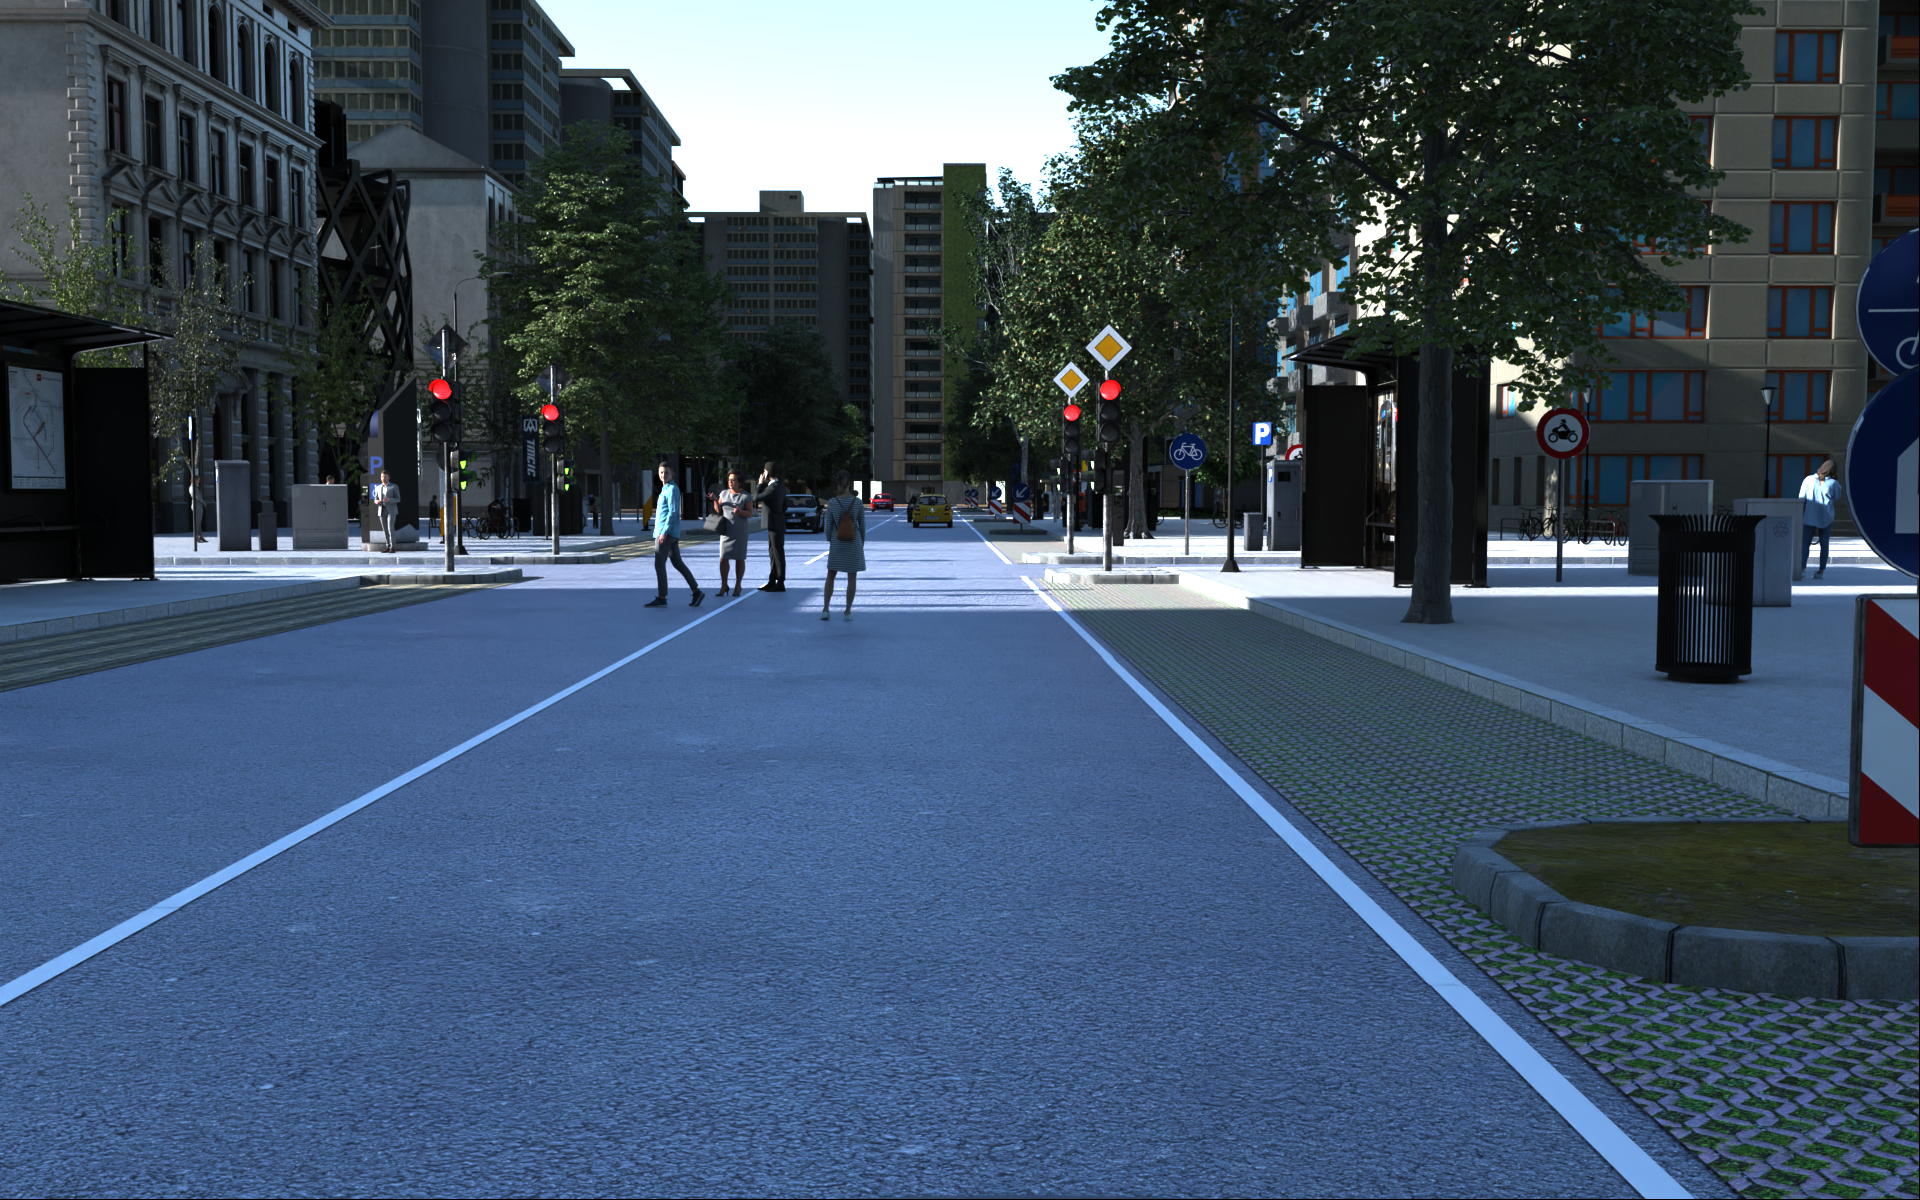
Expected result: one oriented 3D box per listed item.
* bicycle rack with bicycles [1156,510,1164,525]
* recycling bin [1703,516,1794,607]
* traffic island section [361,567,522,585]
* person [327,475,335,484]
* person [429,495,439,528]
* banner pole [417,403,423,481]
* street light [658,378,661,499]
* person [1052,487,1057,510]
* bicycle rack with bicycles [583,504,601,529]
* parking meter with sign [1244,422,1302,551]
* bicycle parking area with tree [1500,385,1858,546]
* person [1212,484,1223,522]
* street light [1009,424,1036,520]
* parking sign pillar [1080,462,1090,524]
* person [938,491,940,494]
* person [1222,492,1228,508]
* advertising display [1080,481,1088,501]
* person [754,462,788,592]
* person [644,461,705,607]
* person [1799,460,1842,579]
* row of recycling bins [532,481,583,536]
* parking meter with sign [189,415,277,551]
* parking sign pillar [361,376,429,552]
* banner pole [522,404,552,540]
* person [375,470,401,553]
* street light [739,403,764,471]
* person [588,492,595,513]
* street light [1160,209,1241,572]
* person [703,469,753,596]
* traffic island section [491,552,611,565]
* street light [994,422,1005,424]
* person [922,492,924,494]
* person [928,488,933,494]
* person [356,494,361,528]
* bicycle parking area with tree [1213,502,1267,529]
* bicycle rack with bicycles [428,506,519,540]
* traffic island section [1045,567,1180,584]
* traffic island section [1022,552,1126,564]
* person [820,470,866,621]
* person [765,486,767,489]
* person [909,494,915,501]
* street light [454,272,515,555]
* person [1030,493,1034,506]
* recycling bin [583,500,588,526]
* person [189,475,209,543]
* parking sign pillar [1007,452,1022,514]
[{"bbox_3d":[6.629,-3.494,70.508,2.925,0.926,2.852,1,4,19],"label":"bicycle rack with bicycles"},{"bbox_3d":[9.096,-0.456,20.002,0.722,1.027,0.722,0,4,-3],"label":"recycling bin"},{"bbox_3d":[-8.468,-0.392,28.685,2.009,0.180,2.903,0,4,-1],"label":"traffic island section"},{"bbox_3d":[-18.644,-2.758,51.100,0.822,1.834,0.622,-1,4,-19],"label":"person"},{"bbox_3d":[-19.757,-3.324,65.062,0.362,1.253,0.373,1,4,16],"label":"person"},{"bbox_3d":[-13.287,-3.185,42.091,0.863,3.779,0.401,3,5,39],"label":"banner pole"},{"bbox_3d":[-10.319,-5.500,62.467,1.470,5.913,1.316,0,4,-1],"label":"street light"},{"bbox_3d":[7.545,-7.999,136.765,1.348,1.831,0.705,-3,5,-42],"label":"person"},{"bbox_3d":[-14.018,-3.063,63.463,2.852,0.926,2.925,-2,4,-25],"label":"bicycle rack with bicycles"},{"bbox_3d":[7.299,-2.614,39.005,1.738,3.016,0.543,0,4,-5],"label":"parking meter with sign"},{"bbox_3d":[19.139,-3.626,46.294,8.231,4.147,9.016,0,4,5],"label":"bicycle parking area with tree"},{"bbox_3d":[11.766,-4.433,78.700,0.537,1.800,0.526,2,4,32],"label":"person"},{"bbox_3d":[3.141,-6.897,85.302,1.470,5.913,1.316,0,4,-1],"label":"street light"},{"bbox_3d":[5.722,-5.233,74.036,1.447,3.967,1.447,0,4,1],"label":"parking sign pillar"},{"bbox_3d":[-2.036,-9.994,172.636,1.217,1.736,0.721,2,4,29],"label":"person"},{"bbox_3d":[17.574,-6.624,115.267,0.541,1.710,0.530,1,4,19],"label":"person"},{"bbox_3d":[6.357,-4.912,85.525,0.974,1.923,0.123,-2,4,-24],"label":"advertising display"},{"bbox_3d":[-2.787,-1.076,25.450,0.474,1.900,0.648,0,4,0],"label":"person"},{"bbox_3d":[-3.627,-0.830,21.925,0.748,1.841,0.638,0,4,0],"label":"person"},{"bbox_3d":[12.913,-1.211,26.105,0.793,1.790,0.793,-1,4,-11],"label":"person"},{"bbox_3d":[-12.684,-2.920,54.849,1.069,1.692,3.534,0,4,2],"label":"row of recycling bins"},{"bbox_3d":[-16.364,-2.615,39.024,1.738,3.016,0.543,-2,4,-30],"label":"parking meter with sign"},{"bbox_3d":[-12.806,-3.100,39.152,1.447,3.967,1.447,1,4,16],"label":"parking sign pillar"},{"bbox_3d":[-11.727,-3.549,48.037,0.863,3.779,0.401,-1,4,-8],"label":"banner pole"},{"bbox_3d":[-12.512,-1.924,37.699,0.606,1.804,0.583,0,4,8],"label":"person"},{"bbox_3d":[-10.719,-7.094,88.521,1.470,5.913,1.316,0,4,-1],"label":"street light"},{"bbox_3d":[-25.148,-6.654,118.067,0.421,1.427,0.697,-2,4,-32],"label":"person"},{"bbox_3d":[3.914,-3.413,28.342,1.470,5.913,1.316,0,4,-1],"label":"street light"},{"bbox_3d":[-3.271,-0.940,24.235,0.716,1.782,0.532,1,4,14],"label":"person"},{"bbox_3d":[-8.574,-0.880,36.669,2.009,0.180,2.903,0,4,-1],"label":"traffic island section"},{"bbox_3d":[2.791,-8.490,111.357,1.470,5.913,1.316,0,4,-1],"label":"street light"},{"bbox_3d":[-3.834,-10.481,180.664,0.445,1.727,0.742,-1,4,-13],"label":"person"},{"bbox_3d":[-1.952,-6.737,118.669,0.705,1.822,1.348,2,4,28],"label":"person"},{"bbox_3d":[-22.713,-3.404,65.952,0.590,1.304,0.306,1,4,21],"label":"person"},{"bbox_3d":[13.632,-4.818,65.774,9.016,4.147,8.231,2,4,31],"label":"bicycle parking area with tree"},{"bbox_3d":[-13.782,-2.232,49.880,2.852,0.926,2.925,2,4,23],"label":"bicycle rack with bicycles"},{"bbox_3d":[2.473,-0.400,28.825,2.009,0.180,2.903,0,4,-1],"label":"traffic island section"},{"bbox_3d":[2.366,-0.889,36.810,2.009,0.180,2.903,0,4,-1],"label":"traffic island section"},{"bbox_3d":[-1.314,-0.620,19.645,0.512,1.701,0.522,-1,4,-13],"label":"person"},{"bbox_3d":[-12.397,-6.435,111.525,0.850,1.792,0.678,0,4,-1],"label":"person"},{"bbox_3d":[-4.627,-9.975,174.816,0.991,1.433,0.599,-1,4,-18],"label":"person"},{"bbox_3d":[-10.024,-3.906,36.406,1.470,5.913,1.316,0,4,-1],"label":"street light"},{"bbox_3d":[7.447,-10.378,178.906,0.628,1.438,0.799,-1,4,-10],"label":"person"},{"bbox_3d":[-15.253,-3.429,68.622,0.722,1.027,0.722,2,4,29],"label":"recycling bin"},{"bbox_3d":[-20.045,-2.410,45.722,0.520,1.790,0.573,3,4,38],"label":"person"},{"bbox_3d":[3.689,-7.403,109.512,1.447,3.967,1.447,-1,4,-16],"label":"parking sign pillar"}]
